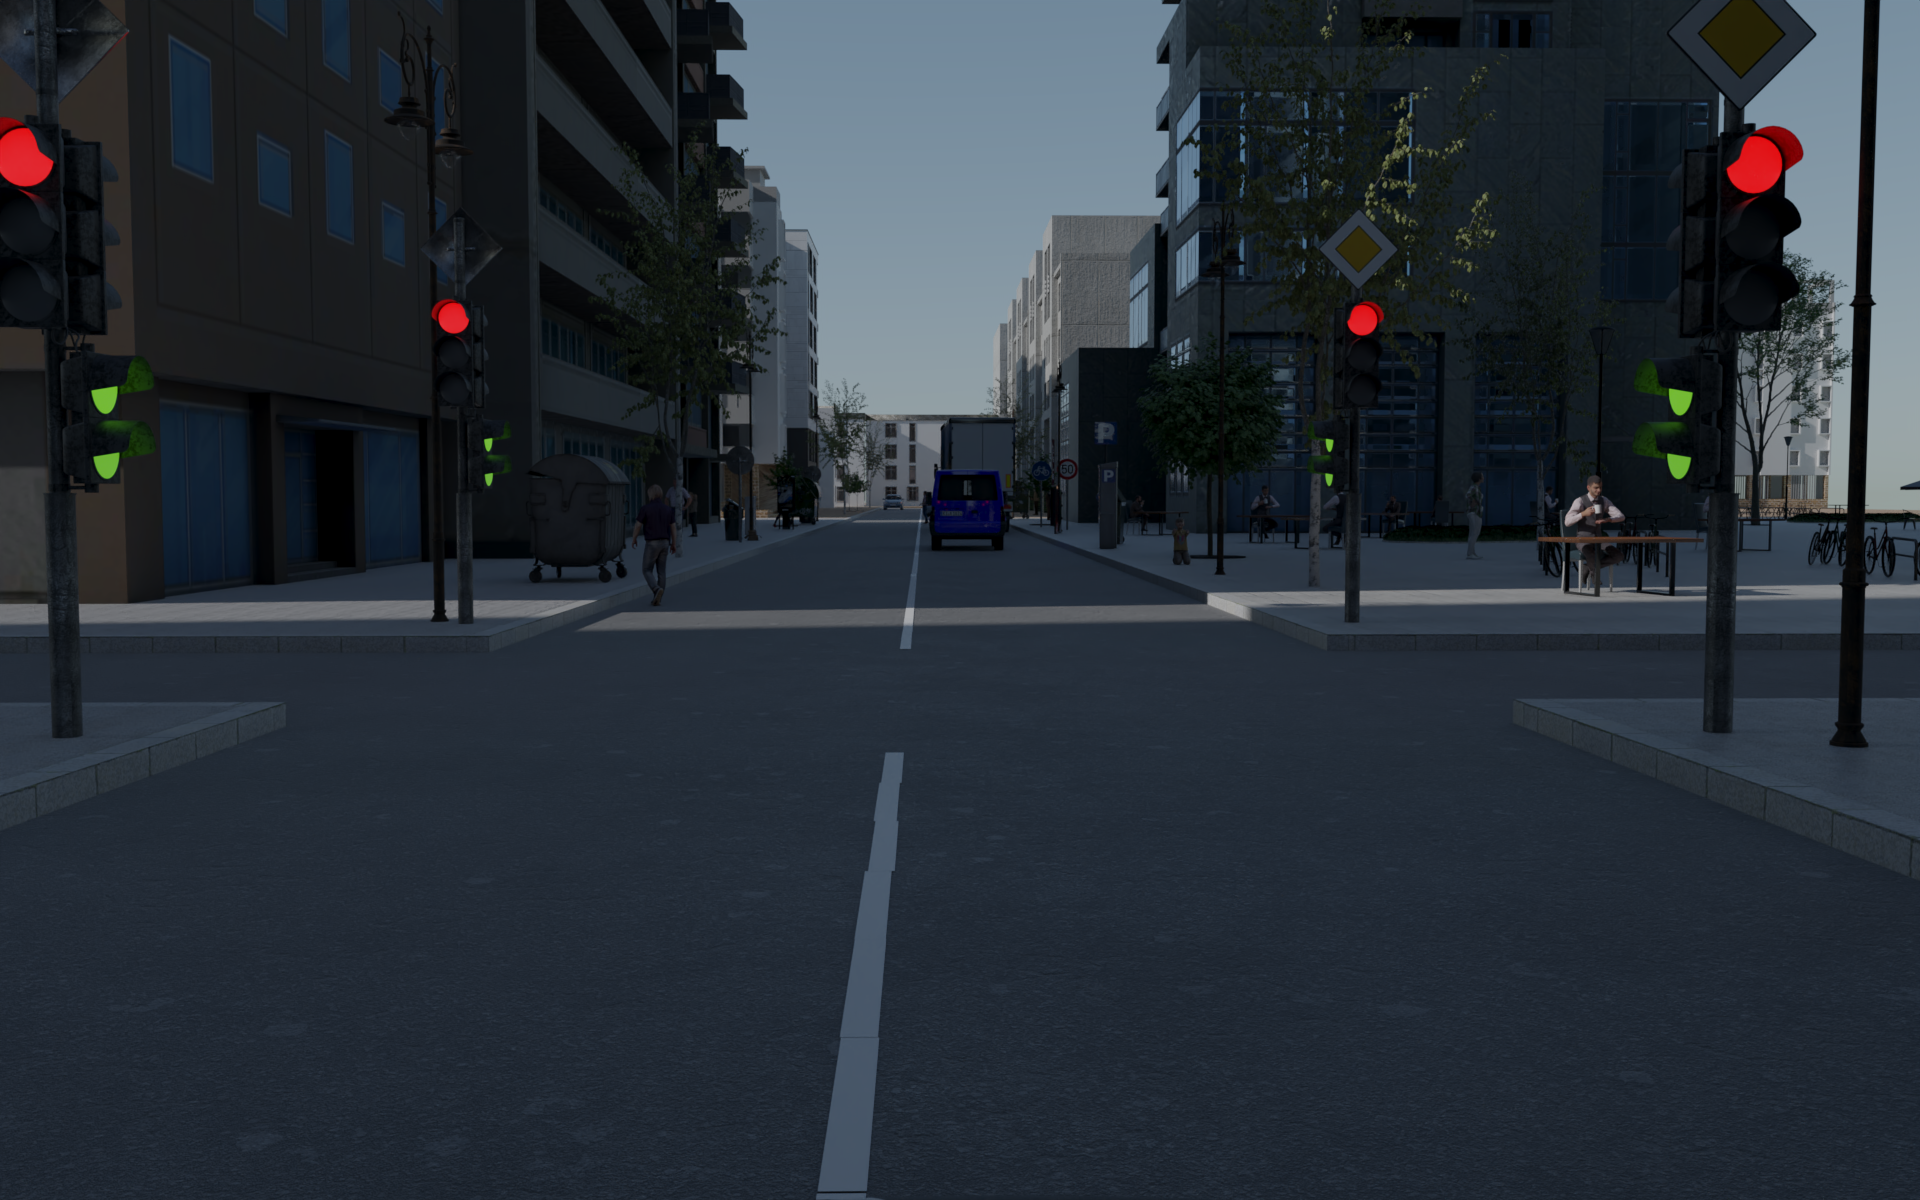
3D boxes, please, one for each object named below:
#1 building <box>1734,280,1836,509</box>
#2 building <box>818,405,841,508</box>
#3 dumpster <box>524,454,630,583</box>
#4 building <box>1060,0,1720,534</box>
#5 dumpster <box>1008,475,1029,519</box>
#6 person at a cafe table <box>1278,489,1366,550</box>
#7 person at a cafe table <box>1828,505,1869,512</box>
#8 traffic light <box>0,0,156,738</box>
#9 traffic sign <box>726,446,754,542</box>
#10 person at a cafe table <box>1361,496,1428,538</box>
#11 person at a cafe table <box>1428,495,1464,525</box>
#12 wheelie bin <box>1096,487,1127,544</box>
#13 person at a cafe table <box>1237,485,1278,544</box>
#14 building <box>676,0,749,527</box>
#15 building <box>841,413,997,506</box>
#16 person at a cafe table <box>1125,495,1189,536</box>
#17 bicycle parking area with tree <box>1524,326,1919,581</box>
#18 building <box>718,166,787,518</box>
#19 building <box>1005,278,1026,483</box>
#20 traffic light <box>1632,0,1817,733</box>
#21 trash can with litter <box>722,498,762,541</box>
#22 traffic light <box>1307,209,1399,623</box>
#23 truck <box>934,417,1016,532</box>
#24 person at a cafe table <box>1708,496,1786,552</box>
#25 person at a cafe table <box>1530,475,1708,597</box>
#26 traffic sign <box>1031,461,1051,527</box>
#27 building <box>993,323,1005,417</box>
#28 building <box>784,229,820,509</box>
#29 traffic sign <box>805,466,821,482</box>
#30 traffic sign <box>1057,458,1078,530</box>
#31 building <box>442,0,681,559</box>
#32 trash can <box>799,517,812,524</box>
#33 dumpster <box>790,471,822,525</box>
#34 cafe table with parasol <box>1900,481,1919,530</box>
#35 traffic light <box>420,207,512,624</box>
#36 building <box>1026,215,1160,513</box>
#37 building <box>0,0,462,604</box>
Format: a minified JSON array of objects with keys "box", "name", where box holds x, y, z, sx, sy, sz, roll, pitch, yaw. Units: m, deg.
[{"box":[70.831,-18.535,159.467,11.380,20.091,16.016,0,4,-1],"name":"building"},{"box":[-25.555,-13.341,160.275,28.070,9.664,9.099,0,4,-1],"name":"building"},{"box":[-5.654,-1.217,25.654,1.264,1.857,1.865,0,4,-1],"name":"dumpster"},{"box":[16.471,-46.262,69.054,22.319,86.520,31.000,0,4,-1],"name":"building"},{"box":[2.922,-5.332,89.678,1.502,2.255,1.985,0,4,-1],"name":"dumpster"},{"box":[8.644,-1.943,40.291,1.698,1.524,1.622,-2,4,-24],"name":"person at a cafe table"},{"box":[46.363,-4.851,90.172,1.698,1.238,1.726,1,4,12],"name":"person at a cafe table"},{"box":[-4.704,-1.231,9.042,0.839,4.253,0.868,0,4,-1],"name":"traffic light"},{"box":[-5.821,-2.797,45.831,0.768,2.556,0.104,0,4,4],"name":"traffic sign"},{"box":[12.435,-2.448,50.889,1.726,1.238,1.698,-3,4,-37],"name":"person at a cafe table"},{"box":[15.014,-2.677,54.625,1.698,1.238,1.726,0,4,3],"name":"person at a cafe table"},{"box":[3.860,-2.227,44.323,0.693,1.594,0.980,1,4,16],"name":"wheelie bin"},{"box":[8.141,-2.266,45.564,1.698,1.524,1.622,-1,4,-14],"name":"person at a cafe table"},{"box":[-20.250,-25.306,68.378,22.147,44.769,28.867,0,4,-1],"name":"building"},{"box":[-9.992,-14.750,183.311,28.070,9.664,9.099,0,4,-1],"name":"building"},{"box":[5.988,-2.657,54.296,1.726,1.238,1.698,3,4,38],"name":"person at a cafe table"},{"box":[13.381,-2.560,28.856,8.231,4.147,9.016,2,4,31],"name":"bicycle parking area with tree"},{"box":[-17.780,-14.765,97.824,16.016,20.091,11.380,0,4,-1],"name":"building"},{"box":[13.258,-17.358,150.254,16.747,18.905,31.486,0,4,-1],"name":"building"},{"box":[4.075,-1.243,9.242,0.839,4.253,0.868,0,4,-1],"name":"traffic light"},{"box":[-6.011,-2.223,47.738,1.055,1.170,0.624,-1,4,-16],"name":"trash can with litter"},{"box":[3.906,-1.731,17.225,0.839,4.253,0.868,0,4,-1],"name":"traffic light"},{"box":[0.541,-4.893,68.916,2.839,4.237,11.283,0,4,-3],"name":"truck"},{"box":[17.435,-1.879,39.243,1.698,1.524,1.622,-2,4,-30],"name":"person at a cafe table"},{"box":[8.322,-0.843,22.301,1.698,1.524,1.622,-1,4,-11],"name":"person at a cafe table"},{"box":[3.124,-4.066,66.584,0.768,2.556,0.104,0,4,0],"name":"traffic sign"},{"box":[19.683,-19.679,188.208,31.486,18.905,16.747,0,4,-1],"name":"building"},{"box":[-25.636,-17.582,131.434,27.936,21.610,32.646,0,4,-1],"name":"building"},{"box":[-6.565,-4.716,77.215,0.768,2.556,0.104,0,4,4],"name":"traffic sign"},{"box":[3.838,-3.781,61.928,0.768,2.556,0.104,0,4,5],"name":"traffic sign"},{"box":[-19.313,-25.651,43.091,21.300,48.544,21.600,0,4,-1],"name":"building"},{"box":[-6.689,-3.889,75.240,0.748,1.137,0.748,0,3,0],"name":"trash can"},{"box":[-6.582,-4.272,72.344,1.502,2.255,1.985,0,4,-1],"name":"dumpster"},{"box":[34.626,-3.474,61.671,2.610,1.966,2.610,0,4,0],"name":"cafe table with parasol"},{"box":[-4.873,-1.719,17.025,0.839,4.253,0.868,0,4,-1],"name":"traffic light"},{"box":[14.015,-15.427,118.693,16.747,18.905,31.486,0,4,-1],"name":"building"},{"box":[-16.406,-22.952,25.380,14.600,45.320,14.200,0,4,-1],"name":"building"}]
